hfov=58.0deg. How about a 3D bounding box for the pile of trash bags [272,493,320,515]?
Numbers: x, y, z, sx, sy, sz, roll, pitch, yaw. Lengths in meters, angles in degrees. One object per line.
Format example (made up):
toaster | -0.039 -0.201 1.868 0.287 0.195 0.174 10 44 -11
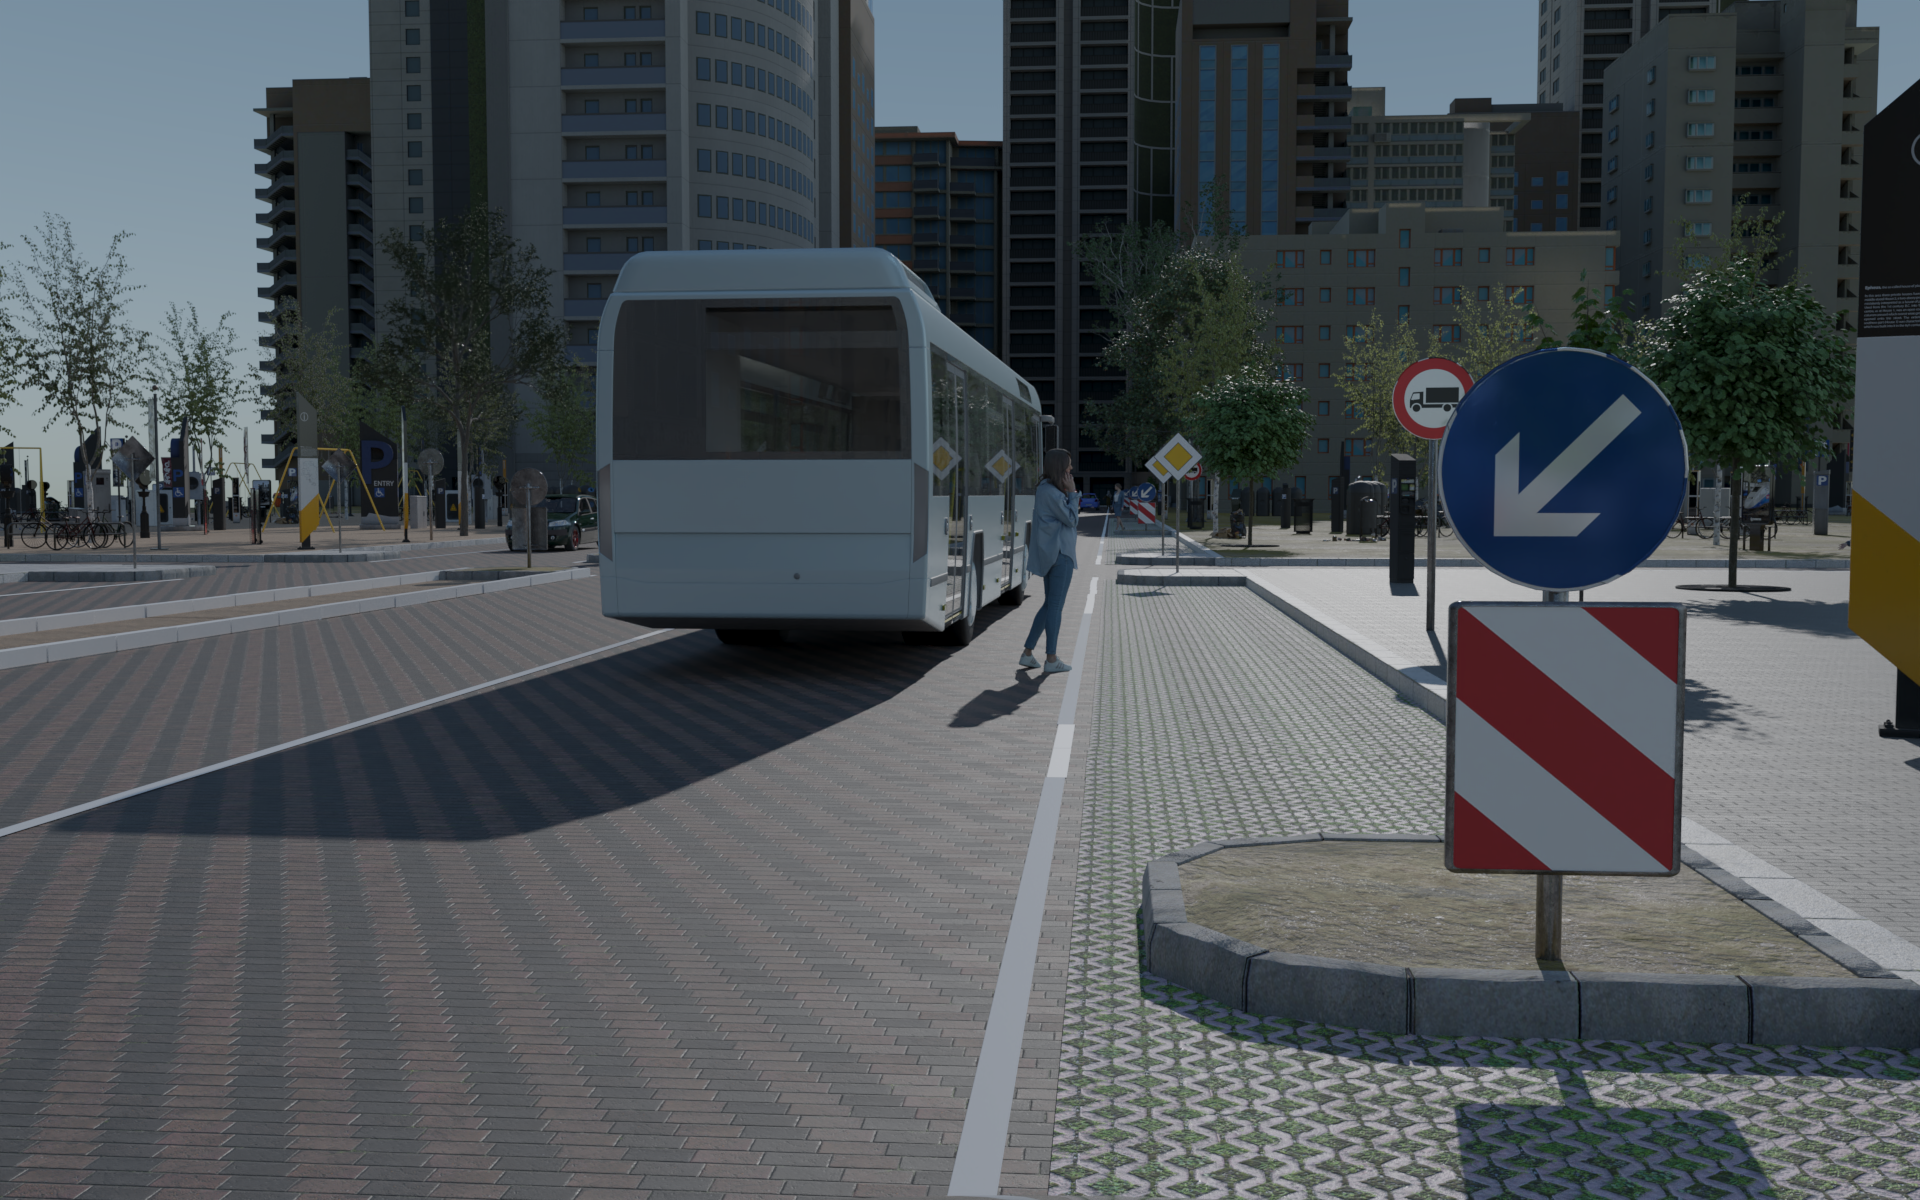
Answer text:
pile of trash bags | -41.718 -6.031 108.359 3.447 1.369 1.912 2 4 27

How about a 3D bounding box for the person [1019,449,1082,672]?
person | 0.725 -0.320 14.003 0.793 1.790 0.793 -3 5 -43

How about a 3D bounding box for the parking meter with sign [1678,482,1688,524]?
parking meter with sign | 31.781 -4.846 75.491 1.738 3.016 0.543 -1 4 -12

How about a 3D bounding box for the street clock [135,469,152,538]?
street clock | -23.732 -2.802 50.375 0.358 2.002 0.471 2 4 24

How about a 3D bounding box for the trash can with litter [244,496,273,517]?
trash can with litter | -40.241 -5.411 99.531 2.233 1.210 1.678 -1 4 -22

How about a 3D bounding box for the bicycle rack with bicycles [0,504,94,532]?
bicycle rack with bicycles | -34.296 -3.148 64.852 2.925 0.926 2.852 -1 4 -21

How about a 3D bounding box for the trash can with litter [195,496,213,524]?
trash can with litter | -31.729 -3.777 73.147 1.055 1.170 0.624 -2 4 -28

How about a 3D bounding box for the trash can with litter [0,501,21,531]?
trash can with litter | -34.311 -3.086 61.516 1.678 1.210 2.233 -2 4 -31

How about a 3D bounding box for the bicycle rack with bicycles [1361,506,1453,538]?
bicycle rack with bicycles | 13.370 -2.352 51.834 2.925 0.926 2.852 0 4 -4

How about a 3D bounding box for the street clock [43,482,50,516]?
street clock | -53.306 -5.895 100.957 0.471 2.002 0.358 0 4 8

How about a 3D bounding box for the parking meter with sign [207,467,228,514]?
parking meter with sign | -47.668 -7.042 111.399 1.738 3.016 0.543 2 4 34

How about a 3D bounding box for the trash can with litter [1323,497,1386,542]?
trash can with litter | 10.782 -2.222 47.389 2.233 1.210 1.678 -1 4 -20

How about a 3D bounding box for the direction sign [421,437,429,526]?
direction sign | -21.462 -4.726 69.266 0.379 3.537 0.876 -1 4 -23

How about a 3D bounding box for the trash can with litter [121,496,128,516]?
trash can with litter | -48.624 -5.553 101.851 2.233 1.210 1.678 -1 4 -22

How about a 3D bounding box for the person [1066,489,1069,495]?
person | 5.893 -5.259 94.587 0.391 1.810 0.635 -1 4 -18

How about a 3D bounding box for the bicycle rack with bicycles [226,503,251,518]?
bicycle rack with bicycles | -39.044 -4.956 94.419 2.925 0.926 2.852 -3 5 -41

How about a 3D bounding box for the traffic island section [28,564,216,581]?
traffic island section | -14.249 -0.464 29.872 2.009 0.180 2.903 0 4 5

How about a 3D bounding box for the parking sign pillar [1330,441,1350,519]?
parking sign pillar | 19.802 -6.162 89.220 1.447 3.967 1.447 1 4 10

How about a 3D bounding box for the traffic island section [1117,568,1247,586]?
traffic island section | 3.574 -0.369 28.314 2.009 0.180 2.903 0 4 5

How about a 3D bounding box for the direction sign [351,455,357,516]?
direction sign | -36.559 -6.831 103.676 0.379 3.537 0.876 1 4 18

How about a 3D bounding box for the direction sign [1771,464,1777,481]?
direction sign | 48.002 -6.762 102.562 0.876 3.537 0.379 -2 4 -24

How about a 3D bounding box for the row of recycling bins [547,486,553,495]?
row of recycling bins | -21.671 -5.254 93.017 1.069 1.692 3.534 1 4 10

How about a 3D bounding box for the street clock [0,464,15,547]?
street clock | -23.128 -2.293 42.064 0.358 2.002 0.471 -1 4 -21

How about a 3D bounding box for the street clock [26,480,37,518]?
street clock | -47.192 -5.108 88.083 0.471 2.002 0.358 -3 5 -44

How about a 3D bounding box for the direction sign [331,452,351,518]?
direction sign | -33.582 -6.212 93.569 0.876 3.537 0.379 1 4 21

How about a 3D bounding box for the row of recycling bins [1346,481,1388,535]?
row of recycling bins | 13.235 -2.995 56.080 1.069 1.692 3.534 1 4 23

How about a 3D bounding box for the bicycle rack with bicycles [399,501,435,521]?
bicycle rack with bicycles | -25.973 -4.289 83.505 2.925 0.926 2.852 -2 4 -24

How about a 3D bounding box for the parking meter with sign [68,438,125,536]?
parking meter with sign | -26.542 -3.485 53.236 0.543 3.016 1.738 1 4 23

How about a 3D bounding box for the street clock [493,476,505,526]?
street clock | -18.235 -3.915 68.581 0.471 2.002 0.358 -1 4 -18

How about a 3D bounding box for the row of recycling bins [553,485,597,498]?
row of recycling bins | -16.729 -4.402 79.082 1.069 1.692 3.534 3 4 36

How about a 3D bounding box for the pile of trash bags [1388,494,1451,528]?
pile of trash bags | 16.881 -3.418 65.630 3.447 1.369 1.912 -2 4 -24

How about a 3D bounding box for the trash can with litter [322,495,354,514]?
trash can with litter | -40.315 -6.162 111.801 2.233 1.210 1.678 0 4 -5

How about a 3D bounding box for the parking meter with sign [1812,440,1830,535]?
parking meter with sign | 27.241 -3.582 54.827 0.543 3.016 1.738 1 4 23

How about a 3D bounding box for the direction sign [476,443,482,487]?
direction sign | -21.359 -5.194 76.917 0.379 3.537 0.876 -2 4 -29

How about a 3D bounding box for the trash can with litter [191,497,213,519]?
trash can with litter | -38.617 -4.716 88.166 1.678 1.210 2.233 0 4 -3

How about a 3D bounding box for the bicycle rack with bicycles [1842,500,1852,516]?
bicycle rack with bicycles | 52.085 -5.279 99.698 2.852 0.926 2.925 3 5 42

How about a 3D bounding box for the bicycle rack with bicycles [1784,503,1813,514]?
bicycle rack with bicycles | 33.995 -3.586 72.015 2.925 0.926 2.852 1 4 22

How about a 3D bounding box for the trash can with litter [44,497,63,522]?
trash can with litter | -40.328 -4.030 77.283 0.624 1.170 1.055 1 4 19

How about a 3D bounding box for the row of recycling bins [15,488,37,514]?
row of recycling bins | -59.645 -6.216 108.749 1.069 1.692 3.534 2 4 24

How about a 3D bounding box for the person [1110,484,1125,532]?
person | 5.929 -3.417 64.395 0.654 1.822 0.581 -2 4 -28

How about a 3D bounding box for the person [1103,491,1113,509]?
person | 13.847 -9.349 162.080 1.217 1.736 0.721 -3 4 -37

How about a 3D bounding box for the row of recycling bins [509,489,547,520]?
row of recycling bins | -14.968 -3.214 59.660 1.069 1.692 3.534 -1 4 -17

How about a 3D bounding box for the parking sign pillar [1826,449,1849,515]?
parking sign pillar | 52.991 -7.103 104.602 1.447 3.967 1.447 -1 4 -21

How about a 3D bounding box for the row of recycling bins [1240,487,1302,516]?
row of recycling bins | 17.997 -5.688 100.119 3.534 1.692 1.069 0 4 5

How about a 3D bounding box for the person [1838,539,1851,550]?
person | 16.922 -1.103 32.027 0.738 1.151 1.012 -3 4 -36

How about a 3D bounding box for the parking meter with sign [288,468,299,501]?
parking meter with sign | -44.378 -7.296 115.545 0.543 3.016 1.738 -2 4 -31

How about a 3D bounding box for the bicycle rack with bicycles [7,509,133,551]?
bicycle rack with bicycles | -20.807 -1.676 40.786 2.852 0.926 2.925 2 4 30

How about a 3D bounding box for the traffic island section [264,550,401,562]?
traffic island section | -13.553 -0.951 37.827 2.009 0.180 2.903 0 4 5

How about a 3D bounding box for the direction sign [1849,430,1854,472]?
direction sign | 31.693 -4.208 60.801 0.876 3.537 0.379 1 4 23

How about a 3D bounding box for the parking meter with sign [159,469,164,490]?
parking meter with sign | -45.277 -6.240 98.291 0.543 3.016 1.738 0 4 -3

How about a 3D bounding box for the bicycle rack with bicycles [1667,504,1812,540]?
bicycle rack with bicycles | 22.087 -2.215 49.593 2.852 0.926 2.925 -2 4 -32

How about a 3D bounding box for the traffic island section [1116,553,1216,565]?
traffic island section | 4.270 -0.856 36.269 2.009 0.180 2.903 0 4 5
